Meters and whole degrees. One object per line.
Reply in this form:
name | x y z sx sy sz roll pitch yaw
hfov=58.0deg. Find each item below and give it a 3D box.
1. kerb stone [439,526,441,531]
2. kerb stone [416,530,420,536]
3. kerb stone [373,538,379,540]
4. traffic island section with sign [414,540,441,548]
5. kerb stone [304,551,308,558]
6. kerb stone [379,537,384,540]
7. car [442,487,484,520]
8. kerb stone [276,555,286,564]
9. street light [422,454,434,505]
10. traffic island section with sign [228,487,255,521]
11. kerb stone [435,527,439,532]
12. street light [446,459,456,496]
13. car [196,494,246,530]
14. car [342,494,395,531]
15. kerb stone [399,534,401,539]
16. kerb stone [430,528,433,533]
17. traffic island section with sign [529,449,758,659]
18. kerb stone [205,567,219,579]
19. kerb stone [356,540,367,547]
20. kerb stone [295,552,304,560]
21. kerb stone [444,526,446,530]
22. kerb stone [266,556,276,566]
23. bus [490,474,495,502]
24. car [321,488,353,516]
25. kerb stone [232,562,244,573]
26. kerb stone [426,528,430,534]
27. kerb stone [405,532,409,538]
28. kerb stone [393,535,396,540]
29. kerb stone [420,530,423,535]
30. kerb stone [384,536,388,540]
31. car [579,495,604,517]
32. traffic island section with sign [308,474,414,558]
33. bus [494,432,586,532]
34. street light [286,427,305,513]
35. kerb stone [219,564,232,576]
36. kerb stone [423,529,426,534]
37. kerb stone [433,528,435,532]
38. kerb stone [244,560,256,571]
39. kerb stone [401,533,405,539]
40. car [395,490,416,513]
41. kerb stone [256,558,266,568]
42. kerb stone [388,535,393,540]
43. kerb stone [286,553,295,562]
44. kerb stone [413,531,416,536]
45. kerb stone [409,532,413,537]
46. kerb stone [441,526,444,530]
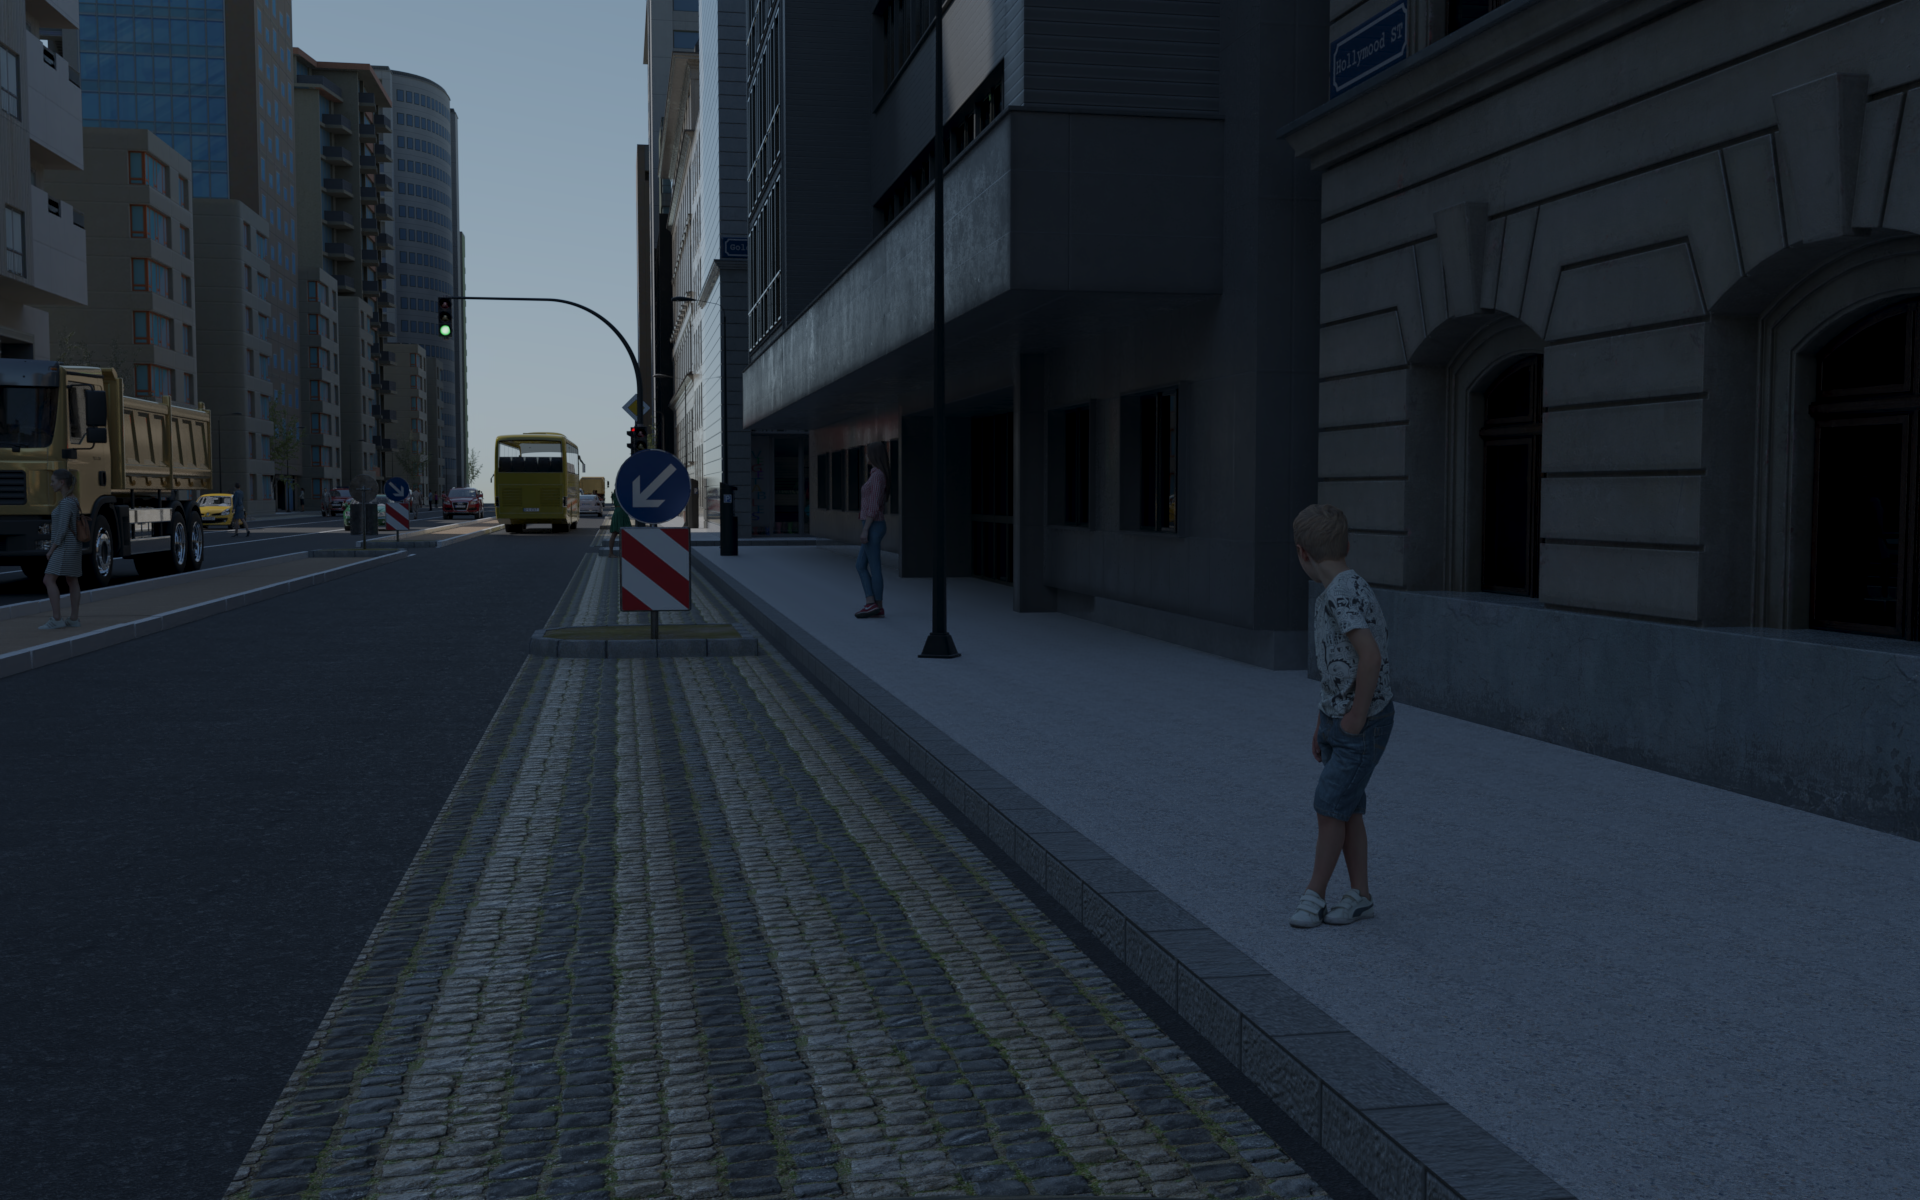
kerb stone | -20.018 -2.681 66.096 0.120 0.150 1.000 -1 4 -11
kerb stone | -18.622 -2.253 59.053 0.120 0.150 1.000 -1 4 -11
kerb stone | -16.645 -1.639 48.985 0.120 0.150 1.000 -1 4 -11
traffic island section with sign | -15.221 -2.383 47.102 2.006 1.907 1.989 -1 4 -11
kerb stone | -14.563 -0.985 38.373 0.120 0.150 1.000 -1 4 -11
kerb stone | -16.843 -1.700 49.990 0.120 0.150 1.000 -1 4 -11
car | -28.481 -5.547 99.362 2.281 1.827 5.304 -1 4 -12
kerb stone | -13.968 -0.805 35.360 0.120 0.150 1.000 -1 4 -11
street light | -61.841 -13.991 201.297 1.470 5.913 1.316 -1 4 -11
traffic island section with sign | -39.186 -5.185 93.407 1.989 1.847 2.006 -1 4 -11
kerb stone | -19.802 -2.623 65.089 0.120 0.150 1.000 -1 4 -11
street light | -67.243 -15.670 228.742 1.470 5.913 1.316 -1 4 -11
car | -30.409 -3.711 70.893 2.015 1.641 3.980 -1 4 -13
car | -23.394 -3.498 68.993 2.131 1.459 4.920 -1 4 -13
kerb stone | -17.631 -1.947 54.025 0.120 0.150 1.000 -1 4 -11
kerb stone | -19.416 -2.501 63.082 0.120 0.150 1.000 -1 4 -11
traffic island section with sign | -2.939 -0.448 15.960 1.989 1.847 2.006 -1 4 -11
kerb stone | -12.779 -0.437 29.332 0.120 0.150 1.000 -1 4 -11
kerb stone | -16.244 -1.515 46.961 0.120 0.150 1.000 -1 4 -11
kerb stone | -14.360 -0.928 37.371 0.120 0.150 1.000 -1 4 -11
kerb stone | -20.413 -2.808 68.109 0.120 0.150 1.000 -1 4 -11
kerb stone | -13.772 -0.744 34.356 0.120 0.150 1.000 -1 4 -11
bus | -37.872 -9.494 146.774 2.896 3.916 12.252 -1 4 -11
car | -40.134 -6.359 112.635 2.281 1.827 5.304 -1 4 -10
kerb stone | -13.177 -0.560 31.347 0.120 0.150 1.000 -1 4 -11
kerb stone | -19.216 -2.439 62.070 0.120 0.150 1.000 -1 4 -11
kerb stone | -18.038 -2.069 56.030 0.120 0.150 1.000 -1 4 -11
kerb stone | -17.441 -1.885 53.019 0.120 0.150 1.000 -1 4 -11
kerb stone | -18.823 -2.316 60.055 0.120 0.150 1.000 -1 4 -11
kerb stone | -17.039 -1.762 50.999 0.120 0.150 1.000 -1 4 -11
car | -23.670 -5.972 110.012 2.083 1.381 4.827 -1 4 -11
traffic island section with sign | -13.800 -1.939 39.832 2.006 1.907 1.989 -1 4 -11
bus | -16.361 -4.661 67.752 2.896 3.916 12.252 -1 4 -10
street light | -45.750 -8.978 119.325 1.470 5.913 1.316 -1 4 -11
kerb stone | -12.979 -0.497 30.335 0.120 0.150 1.000 -1 4 -11
kerb stone | -19.025 -2.376 61.058 0.120 0.150 1.000 -1 4 -11
kerb stone | -19.622 -2.562 64.083 0.120 0.150 1.000 -1 4 -11
kerb stone | -13.375 -0.621 32.350 0.120 0.150 1.000 -1 4 -11
kerb stone | -17.833 -2.005 55.027 0.120 0.150 1.000 -1 4 -11
car | -43.761 -7.761 135.564 2.281 1.827 5.304 -1 4 -13
kerb stone | -13.573 -0.682 33.353 0.120 0.150 1.000 -1 4 -11
kerb stone | -17.239 -1.823 52.005 0.120 0.150 1.000 -1 4 -11
kerb stone | -14.164 -0.867 36.367 0.120 0.150 1.000 -1 4 -11
kerb stone | -18.425 -2.193 58.049 0.120 0.150 1.000 -1 4 -11
kerb stone | -18.227 -2.126 57.042 0.120 0.150 1.000 -1 4 -11
kerb stone | -20.215 -2.747 67.106 0.120 0.150 1.000 -1 4 -11
